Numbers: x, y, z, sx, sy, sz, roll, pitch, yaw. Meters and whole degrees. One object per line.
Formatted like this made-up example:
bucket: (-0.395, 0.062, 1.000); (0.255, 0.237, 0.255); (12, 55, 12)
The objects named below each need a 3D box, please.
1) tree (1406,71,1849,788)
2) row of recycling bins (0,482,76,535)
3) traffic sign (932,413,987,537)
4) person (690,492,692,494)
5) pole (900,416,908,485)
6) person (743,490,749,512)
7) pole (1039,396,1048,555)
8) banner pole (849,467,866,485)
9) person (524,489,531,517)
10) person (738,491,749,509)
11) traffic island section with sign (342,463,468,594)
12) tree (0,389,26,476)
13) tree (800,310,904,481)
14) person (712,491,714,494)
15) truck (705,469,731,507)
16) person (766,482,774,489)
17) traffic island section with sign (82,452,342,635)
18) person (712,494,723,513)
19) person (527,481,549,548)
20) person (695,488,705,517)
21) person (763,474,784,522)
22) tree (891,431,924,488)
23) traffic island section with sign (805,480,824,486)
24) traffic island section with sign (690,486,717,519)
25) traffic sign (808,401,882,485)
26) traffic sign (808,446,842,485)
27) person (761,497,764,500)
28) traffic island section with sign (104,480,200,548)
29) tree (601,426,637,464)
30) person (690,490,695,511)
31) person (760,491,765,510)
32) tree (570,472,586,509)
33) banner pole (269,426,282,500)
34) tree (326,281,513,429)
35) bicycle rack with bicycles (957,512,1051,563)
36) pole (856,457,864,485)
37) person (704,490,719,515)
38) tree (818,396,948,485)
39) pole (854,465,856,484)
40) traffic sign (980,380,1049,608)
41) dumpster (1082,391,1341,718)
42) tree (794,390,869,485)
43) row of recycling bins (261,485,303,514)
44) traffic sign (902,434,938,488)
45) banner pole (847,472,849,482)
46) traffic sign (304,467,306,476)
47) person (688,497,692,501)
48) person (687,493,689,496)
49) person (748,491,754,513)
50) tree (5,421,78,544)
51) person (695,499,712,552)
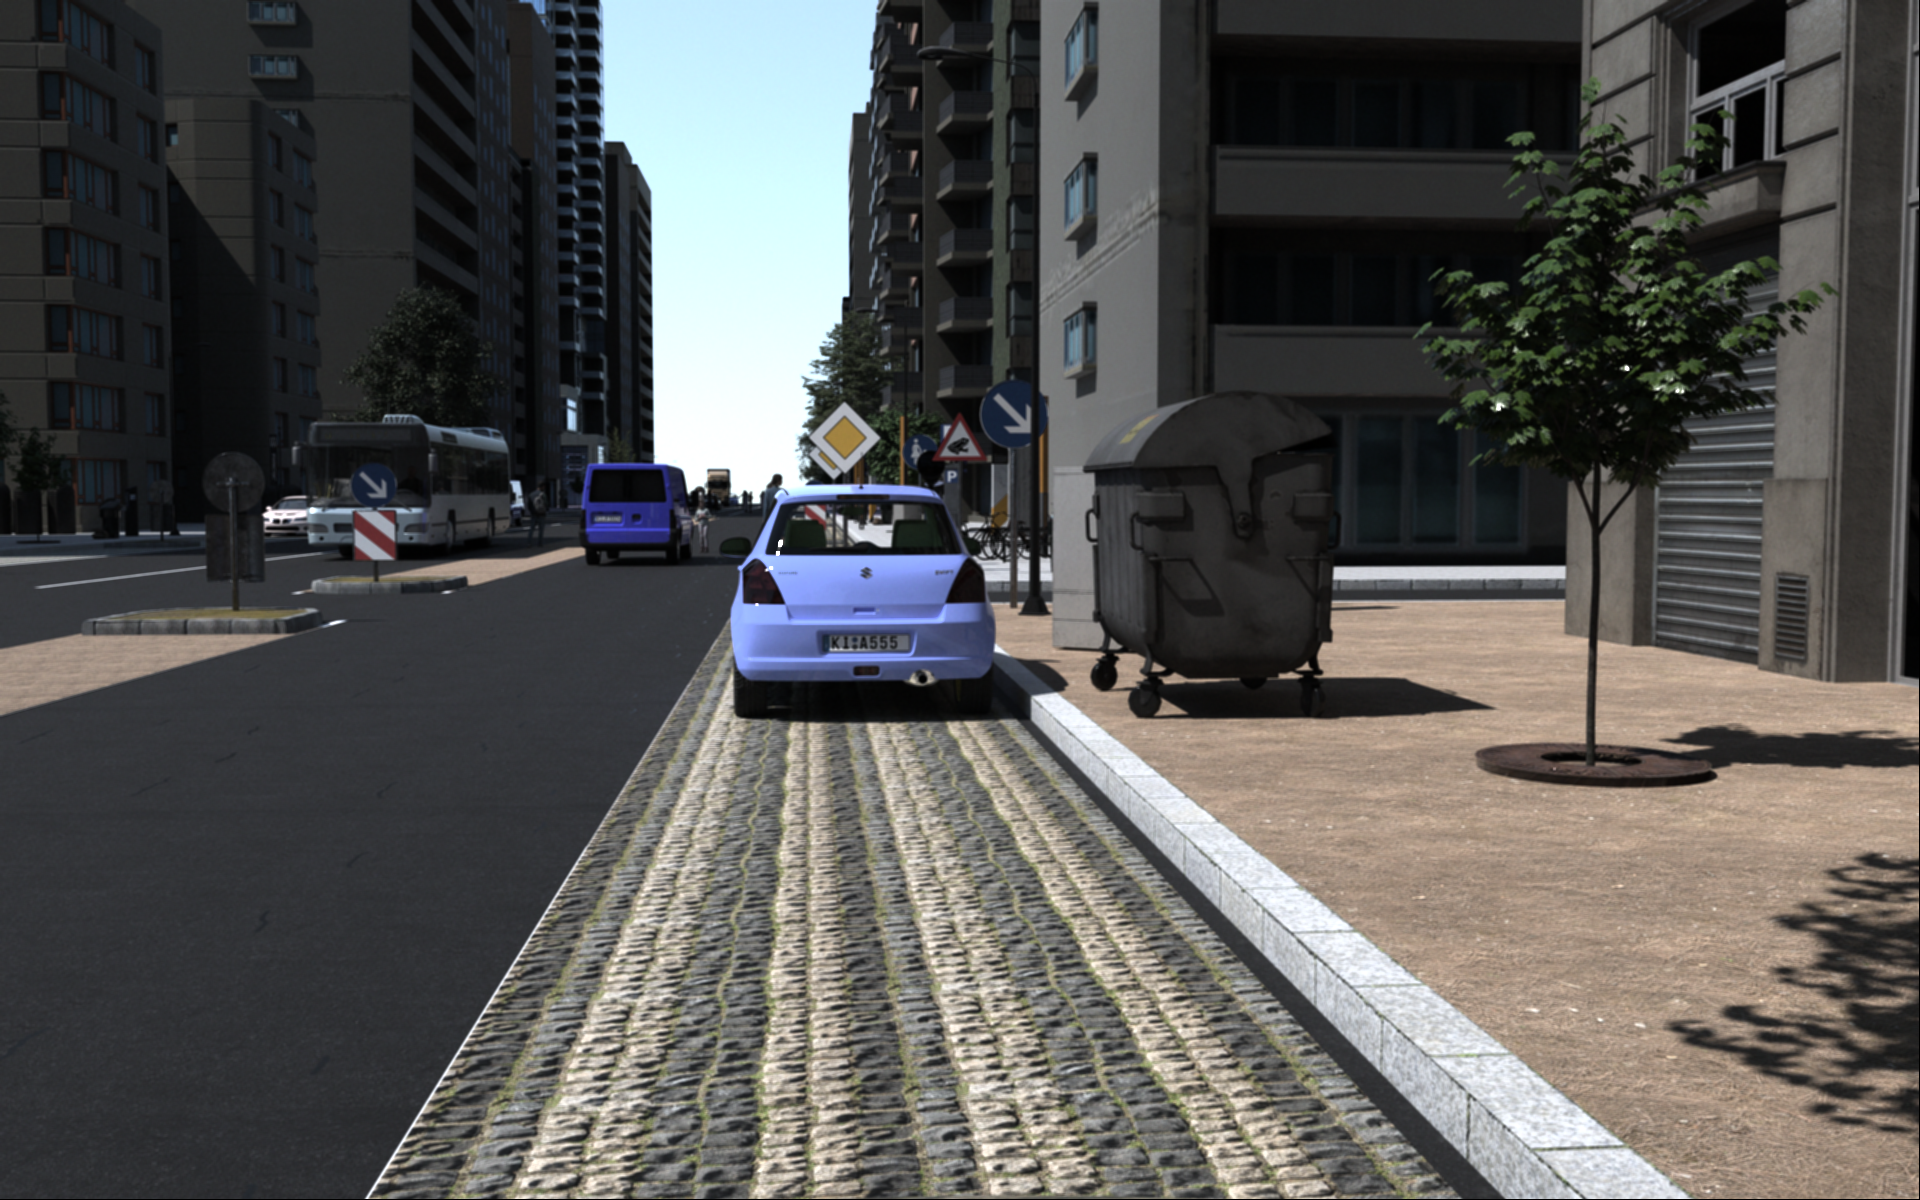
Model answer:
tree: (2.926, -0.826, 8.112); (1.663, 3.219, 1.824); (0, 3, 0)
row of recycling bins: (-29.866, -2.909, 54.672); (3.534, 1.692, 1.069); (-1, 4, -18)
traffic sign: (-0.003, -1.699, 27.779); (0.884, 2.594, 0.081); (0, 4, 2)
person: (-34.251, -12.963, 220.967); (0.721, 1.766, 1.217); (1, 4, 21)
pole: (-1.461, -3.154, 45.407); (0.158, 3.312, 0.155); (0, 3, 0)
person: (-17.508, -8.091, 141.463); (0.551, 1.740, 0.621); (1, 4, 12)
pole: (1.734, -2.585, 36.106); (0.158, 3.312, 0.155); (0, 3, 0)
banner pole: (-5.093, -6.023, 88.490); (0.863, 3.779, 0.401); (0, 4, 2)
person: (-26.349, -5.897, 105.590); (0.621, 1.740, 0.551); (-2, 4, -30)
person: (-20.132, -9.329, 161.547); (1.217, 1.766, 0.721); (0, 4, -3)
traffic island section with sign: (-8.568, -1.082, 25.820); (2.006, 1.907, 1.989); (0, 4, -5)
tree: (-23.582, -3.471, 40.459); (4.285, 4.588, 4.351); (0, 3, 0)
tree: (-6.443, -11.582, 107.487); (7.486, 12.596, 7.792); (0, 3, 0)
person: (-25.107, -10.235, 176.399); (0.434, 1.755, 0.990); (-1, 4, -23)
truck: (-27.179, -12.610, 195.083); (2.839, 4.237, 11.283); (0, 4, -7)
person: (-4.624, -2.031, 42.462); (0.466, 1.731, 0.760); (1, 4, 20)
traffic island section with sign: (-7.928, -0.630, 18.441); (2.006, 1.907, 1.989); (0, 4, -5)
person: (-18.734, -7.401, 132.769); (1.065, 1.426, 0.557); (1, 4, 11)
person: (-11.204, -2.273, 46.018); (0.623, 1.781, 0.721); (0, 4, 1)
person: (-14.537, -5.373, 96.568); (0.478, 1.798, 0.641); (3, 4, 38)
person: (-3.548, -1.523, 33.431); (0.581, 1.822, 0.654); (1, 4, 13)
tree: (-1.598, -3.614, 53.686); (1.663, 3.219, 1.824); (0, 3, 0)
traffic island section with sign: (-4.230, -2.482, 49.211); (1.989, 1.847, 2.006); (0, 4, -5)
traffic island section with sign: (-15.166, -5.660, 100.670); (2.006, 1.907, 1.989); (0, 4, -5)
traffic sign: (-1.242, -0.922, 18.710); (0.795, 2.450, 0.064); (0, 4, -5)
traffic sign: (-1.942, -1.408, 26.665); (0.795, 2.450, 0.064); (0, 4, -5)
person: (-14.897, -7.664, 134.491); (1.217, 1.739, 0.721); (-2, 4, -26)
traffic island section with sign: (-21.649, -2.323, 46.604); (1.989, 1.847, 2.006); (0, 4, -5)
tree: (-36.688, -14.502, 187.462); (4.737, 8.622, 4.395); (0, 3, 0)
person: (-22.851, -8.489, 147.749); (0.568, 1.767, 0.683); (1, 4, 13)
person: (-18.167, -9.207, 159.704); (0.551, 1.740, 0.621); (-3, 5, -40)
tree: (-33.237, -9.542, 150.617); (1.663, 3.219, 1.824); (0, 3, 0)
banner pole: (-25.116, -4.505, 63.676); (0.401, 3.779, 0.863); (1, 4, 13)
tree: (-28.769, -10.782, 93.292); (9.611, 12.733, 9.660); (0, 3, 0)
bicycle rack with bicycles: (1.072, -1.233, 33.547); (2.925, 0.926, 2.852); (-1, 4, -23)
pole: (-3.573, -4.214, 62.745); (0.158, 3.312, 0.155); (0, 3, 0)
person: (-16.787, -6.551, 116.336); (1.217, 1.735, 0.721); (1, 4, 14)
tree: (-1.833, -4.562, 58.306); (4.285, 4.588, 4.351); (0, 3, 0)
pole: (-4.620, -5.072, 76.774); (0.158, 3.312, 0.155); (0, 3, 0)
traffic sign: (0.604, -1.180, 19.398); (0.768, 2.556, 0.104); (0, 4, 1)
dumpster: (1.508, -0.296, 10.595); (1.264, 1.857, 1.865); (0, 4, -5)
tree: (-13.640, -16.756, 190.964); (9.611, 12.733, 9.660); (0, 3, 0)
row of recycling bins: (-29.849, -4.223, 76.162); (1.069, 1.692, 3.534); (0, 4, 2)
traffic sign: (-0.844, -2.252, 36.918); (0.768, 2.556, 0.104); (0, 4, -3)
banner pole: (-5.708, -6.154, 90.627); (0.863, 3.779, 0.401); (-1, 4, -18)
traffic sign: (-25.759, -4.218, 69.078); (0.768, 2.556, 0.104); (0, 4, -4)
person: (-21.609, -7.779, 135.714); (0.705, 1.821, 1.348); (3, 5, 42)
person: (-12.154, -4.125, 76.532); (0.643, 1.750, 0.593); (-3, 5, -45)
person: (-15.825, -7.425, 131.360); (0.415, 1.643, 0.593); (-2, 4, -35)
tree: (-24.186, -3.093, 45.168); (1.663, 3.219, 1.824); (0, 3, 0)
person: (-6.314, -1.827, 42.649); (0.425, 1.301, 0.394); (0, 4, -6)
